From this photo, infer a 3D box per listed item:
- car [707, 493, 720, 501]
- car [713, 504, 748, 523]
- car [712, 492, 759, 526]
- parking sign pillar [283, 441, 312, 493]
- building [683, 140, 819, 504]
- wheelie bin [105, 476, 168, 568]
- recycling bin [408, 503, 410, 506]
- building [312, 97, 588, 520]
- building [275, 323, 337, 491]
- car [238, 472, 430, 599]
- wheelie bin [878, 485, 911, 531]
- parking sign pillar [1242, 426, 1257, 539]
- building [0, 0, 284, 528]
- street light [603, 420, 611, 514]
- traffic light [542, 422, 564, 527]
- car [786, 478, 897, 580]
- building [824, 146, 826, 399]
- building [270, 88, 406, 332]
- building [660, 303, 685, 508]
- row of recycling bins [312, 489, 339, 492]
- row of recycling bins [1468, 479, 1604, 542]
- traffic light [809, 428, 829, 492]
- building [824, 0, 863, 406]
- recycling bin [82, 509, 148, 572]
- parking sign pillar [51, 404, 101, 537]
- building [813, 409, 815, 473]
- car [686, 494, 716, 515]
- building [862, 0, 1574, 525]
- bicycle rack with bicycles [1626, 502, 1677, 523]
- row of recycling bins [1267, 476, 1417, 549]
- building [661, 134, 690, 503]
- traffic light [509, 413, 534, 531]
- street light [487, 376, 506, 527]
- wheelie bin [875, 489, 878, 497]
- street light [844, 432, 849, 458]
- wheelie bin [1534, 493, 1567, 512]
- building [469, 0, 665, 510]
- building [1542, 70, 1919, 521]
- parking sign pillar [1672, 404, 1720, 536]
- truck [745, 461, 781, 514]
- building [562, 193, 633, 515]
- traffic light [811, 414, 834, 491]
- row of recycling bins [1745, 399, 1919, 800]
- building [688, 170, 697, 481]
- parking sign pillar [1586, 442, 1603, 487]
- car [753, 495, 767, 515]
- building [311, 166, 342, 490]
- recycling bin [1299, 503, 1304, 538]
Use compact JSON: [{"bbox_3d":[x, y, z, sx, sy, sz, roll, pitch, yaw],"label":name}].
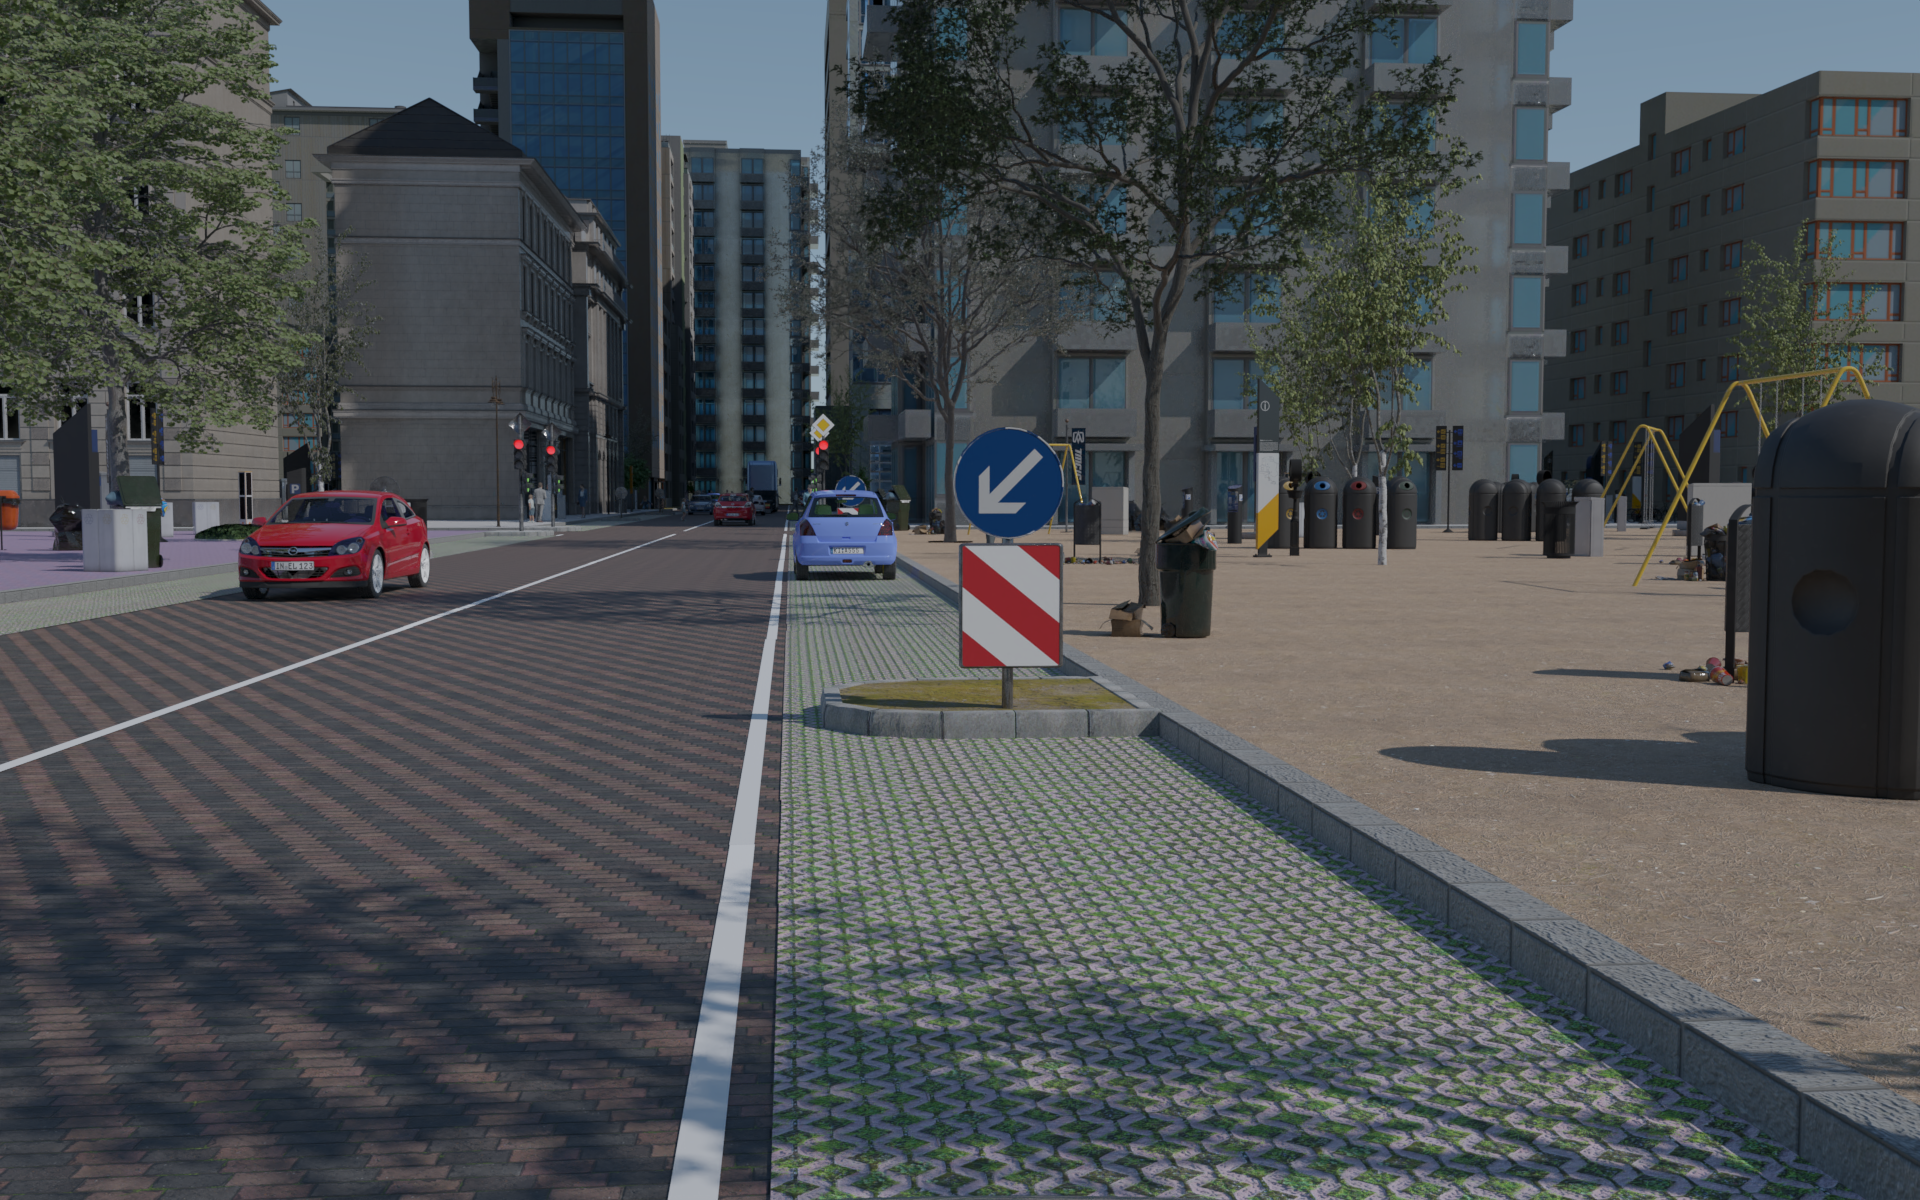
[{"bbox_3d":[-21.254,-8.542,149.257,1.945,1.707,3.694,0,4,-7],"label":"car"},{"bbox_3d":[-11.348,-4.662,86.444,2.015,1.641,3.980,0,4,-6],"label":"car"},{"bbox_3d":[-10.363,-4.328,79.811,2.155,1.783,4.494,0,4,-5],"label":"car"},{"bbox_3d":[-33.782,-6.108,88.333,1.447,3.967,1.447,-1,4,-12],"label":"parking sign pillar"},{"bbox_3d":[-34.641,-37.759,236.960,30.456,49.044,23.786,0,4,-6],"label":"building"},{"bbox_3d":[-14.299,-1.354,30.041,0.980,1.594,0.693,-3,5,-43],"label":"wheelie bin"},{"bbox_3d":[-16.508,-2.318,50.455,0.722,1.027,0.722,1,4,19],"label":"recycling bin"},{"bbox_3d":[-26.118,-14.382,86.055,10.553,20.767,40.483,0,4,-6],"label":"building"},{"bbox_3d":[-84.713,-21.652,199.043,28.899,21.520,27.650,0,4,-6],"label":"building"},{"bbox_3d":[-8.985,-0.980,25.070,2.155,1.783,4.494,0,4,-4],"label":"car"},{"bbox_3d":[-2.179,-3.212,60.430,0.693,1.594,0.980,2,4,35],"label":"wheelie bin"},{"bbox_3d":[8.726,-3.730,49.450,1.447,3.967,1.447,0,4,0],"label":"parking sign pillar"},{"bbox_3d":[-42.203,-16.720,70.641,25.104,27.353,12.463,0,4,-6],"label":"building"},{"bbox_3d":[-22.122,-8.324,108.888,0.468,5.910,1.993,0,4,-6],"label":"street light"},{"bbox_3d":[-15.884,-4.810,67.559,0.839,4.253,0.868,0,4,-6],"label":"traffic light"},{"bbox_3d":[-2.034,-1.245,29.952,1.945,1.707,3.694,0,4,-6],"label":"car"},{"bbox_3d":[-3.249,-32.448,185.145,22.147,44.769,28.867,0,4,-6],"label":"building"},{"bbox_3d":[-78.043,-39.470,234.576,27.495,52.752,28.713,0,4,-6],"label":"building"},{"bbox_3d":[-41.942,-19.875,169.999,27.650,21.520,28.899,0,4,-6],"label":"building"},{"bbox_3d":[-49.354,-7.889,136.102,3.534,1.692,1.069,1,4,9],"label":"row of recycling bins"},{"bbox_3d":[15.688,-2.454,47.237,3.534,1.692,1.069,1,4,22],"label":"row of recycling bins"},{"bbox_3d":[-5.573,-4.872,68.579,0.839,4.253,0.868,0,4,-6],"label":"traffic light"},{"bbox_3d":[-1.520,-32.768,159.466,21.300,48.544,21.600,0,4,-6],"label":"building"},{"bbox_3d":[-14.047,-0.993,28.797,0.722,1.027,0.722,1,4,17],"label":"recycling bin"},{"bbox_3d":[-26.532,-3.887,52.018,1.447,3.967,1.447,1,4,16],"label":"parking sign pillar"},{"bbox_3d":[1.084,-49.361,119.729,22.319,86.520,31.000,0,4,-6],"label":"building"},{"bbox_3d":[-17.978,-6.632,120.434,2.014,1.417,4.499,0,4,-6],"label":"car"},{"bbox_3d":[10.721,-28.149,79.845,30.456,49.044,23.786,0,4,-6],"label":"building"},{"bbox_3d":[31.625,-4.004,78.850,2.925,0.926,2.852,1,4,11],"label":"bicycle rack with bicycles"},{"bbox_3d":[8.896,-2.053,40.672,3.534,1.692,1.069,0,4,8],"label":"row of recycling bins"},{"bbox_3d":[-37.877,-31.055,191.348,14.154,41.232,14.086,0,4,-6],"label":"building"},{"bbox_3d":[-15.107,-4.324,59.612,0.839,4.253,0.868,0,4,-6],"label":"traffic light"},{"bbox_3d":[-18.058,-5.798,67.593,0.468,5.910,1.993,0,4,-6],"label":"street light"},{"bbox_3d":[-4.653,-5.692,100.967,0.693,1.594,0.980,2,4,29],"label":"wheelie bin"},{"bbox_3d":[-6.688,-7.859,101.288,0.468,5.910,1.993,0,4,-6],"label":"street light"},{"bbox_3d":[16.742,-2.525,49.194,0.980,1.594,0.693,-3,4,-36],"label":"wheelie bin"},{"bbox_3d":[-33.041,-30.484,148.529,14.600,45.320,14.200,0,4,-6],"label":"building"},{"bbox_3d":[48.045,-14.745,86.126,28.899,21.520,27.650,0,4,-6],"label":"building"},{"bbox_3d":[22.528,-3.935,52.802,1.447,3.967,1.447,-1,4,-19],"label":"parking sign pillar"},{"bbox_3d":[-15.569,-8.843,134.345,2.967,4.110,18.799,0,4,-4],"label":"truck"},{"bbox_3d":[-30.019,-16.893,118.003,13.314,21.916,24.055,0,4,-6],"label":"building"},{"bbox_3d":[-4.796,-4.386,60.632,0.839,4.253,0.868,0,4,-6],"label":"traffic light"},{"bbox_3d":[5.244,-0.059,8.077,3.534,1.692,1.069,-1,4,-21],"label":"row of recycling bins"},{"bbox_3d":[-39.124,-32.132,208.953,14.086,41.232,14.154,0,4,-6],"label":"building"},{"bbox_3d":[31.954,-6.041,87.238,1.447,3.967,1.447,3,5,40],"label":"parking sign pillar"},{"bbox_3d":[-14.143,-6.428,117.465,2.083,1.381,4.827,0,4,-7],"label":"car"},{"bbox_3d":[-58.124,-31.043,199.438,23.993,40.220,32.217,0,4,-6],"label":"building"},{"bbox_3d":[9.903,-2.371,51.315,0.722,1.027,0.722,-1,4,-21],"label":"recycling bin"}]
